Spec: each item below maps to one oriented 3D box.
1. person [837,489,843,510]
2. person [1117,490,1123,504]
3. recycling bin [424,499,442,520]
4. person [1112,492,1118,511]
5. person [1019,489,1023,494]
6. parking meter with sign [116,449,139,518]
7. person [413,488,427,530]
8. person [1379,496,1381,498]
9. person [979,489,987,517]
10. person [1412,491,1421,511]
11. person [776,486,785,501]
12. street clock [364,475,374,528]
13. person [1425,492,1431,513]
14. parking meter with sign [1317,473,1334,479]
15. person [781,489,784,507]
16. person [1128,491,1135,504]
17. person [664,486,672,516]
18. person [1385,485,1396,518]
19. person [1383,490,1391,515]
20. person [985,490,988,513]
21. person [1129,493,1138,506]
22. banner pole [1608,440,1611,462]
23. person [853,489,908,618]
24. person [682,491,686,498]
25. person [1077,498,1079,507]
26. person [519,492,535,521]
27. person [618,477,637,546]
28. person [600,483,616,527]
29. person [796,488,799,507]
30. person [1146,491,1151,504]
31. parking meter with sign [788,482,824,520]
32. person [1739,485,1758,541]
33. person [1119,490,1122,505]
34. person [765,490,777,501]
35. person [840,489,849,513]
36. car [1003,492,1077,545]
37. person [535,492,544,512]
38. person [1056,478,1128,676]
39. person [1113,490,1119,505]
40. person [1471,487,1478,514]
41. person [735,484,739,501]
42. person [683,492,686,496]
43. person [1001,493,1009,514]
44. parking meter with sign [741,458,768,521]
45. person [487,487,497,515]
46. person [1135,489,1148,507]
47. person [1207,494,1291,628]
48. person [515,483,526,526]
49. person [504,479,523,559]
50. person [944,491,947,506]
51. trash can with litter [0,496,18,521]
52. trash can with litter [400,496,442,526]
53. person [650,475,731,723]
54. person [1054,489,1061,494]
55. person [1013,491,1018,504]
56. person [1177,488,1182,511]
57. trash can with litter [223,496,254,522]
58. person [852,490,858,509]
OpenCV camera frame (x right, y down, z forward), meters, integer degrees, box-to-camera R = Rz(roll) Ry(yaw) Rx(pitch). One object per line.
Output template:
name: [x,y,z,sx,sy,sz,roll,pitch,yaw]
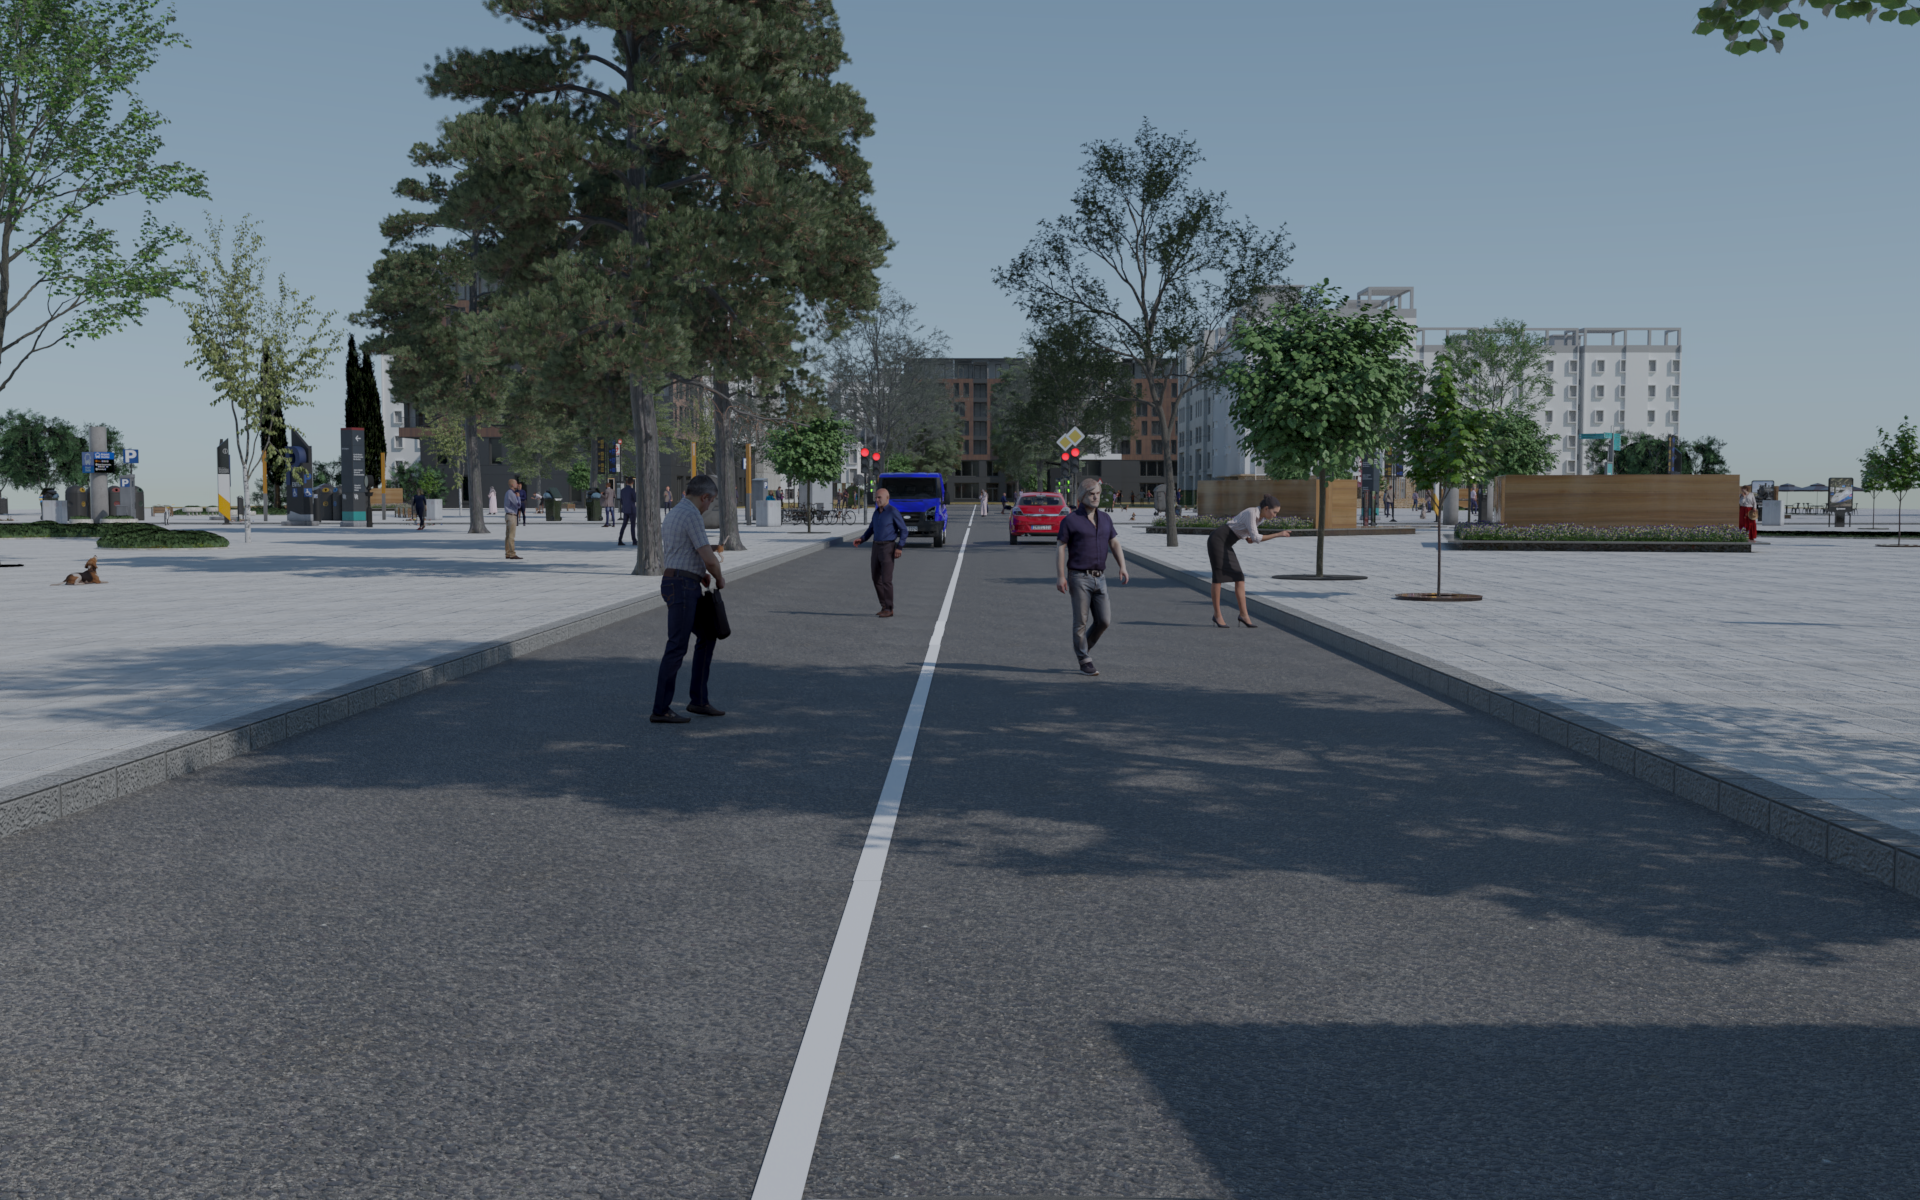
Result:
person: [-9.709,-8.138,139.928,0.431,1.722,0.655,2,4,25]
person: [21.019,-13.677,229.628,1.348,1.831,0.705,2,4,33]
recycling bin: [-25.826,-4.417,84.772,0.722,1.027,0.722,1,4,10]
person: [11.500,-7.361,129.634,0.697,1.427,0.421,2,4,25]
person: [7.165,-11.894,200.385,0.709,1.838,0.599,-2,4,-30]
parking meter with sign: [-32.038,-4.301,66.584,0.543,3.016,1.738,-1,4,-13]
person: [-19.310,-3.264,61.949,0.480,1.512,0.613,-1,4,-13]
person: [20.586,-4.736,85.741,0.482,1.546,0.388,-2,4,-23]
person: [1.443,-6.065,108.335,0.551,1.740,0.621,2,4,25]
person: [33.859,-7.380,128.663,0.435,1.587,0.963,-2,4,-35]
person: [-11.144,-6.167,107.328,0.568,1.767,0.683,-1,4,-11]
street clock: [-22.687,-3.788,66.497,0.358,2.002,0.471,-3,4,-38]
person: [32.029,-6.834,118.591,0.431,1.722,0.655,2,4,26]
parking meter with sign: [14.664,-4.482,69.538,0.543,3.016,1.738,-1,4,-8]
person: [-17.505,-9.958,169.534,0.721,1.739,1.217,1,4,23]
person: [21.963,-13.138,221.574,1.217,1.735,0.721,3,4,39]
person: [-17.034,-5.794,101.309,0.617,1.759,0.750,-2,4,-28]
person: [23.493,-5.386,94.631,0.617,1.759,0.750,0,4,8]
person: [25.687,-5.875,104.313,0.429,1.552,0.499,3,5,42]
person: [1.894,-7.433,130.849,0.431,1.722,0.655,2,4,26]
person: [18.319,-10.635,183.191,1.065,1.426,0.557,2,4,34]
banner pole: [30.232,-5.549,80.745,0.401,3.779,0.863,1,4,13]
person: [-0.965,-0.552,20.214,0.600,1.496,0.574,-2,4,-24]
person: [-24.641,-8.975,154.839,0.516,1.574,0.319,-2,4,-24]
person: [9.427,-8.040,139.964,0.387,1.526,0.523,0,4,-7]
person: [-20.470,-4.376,80.779,0.799,1.438,0.628,2,4,29]
person: [-8.227,-2.212,43.135,0.530,1.710,0.541,-3,5,-44]
person: [-13.590,-3.668,66.833,0.431,1.722,0.655,3,4,37]
person: [-19.040,-12.163,204.920,0.705,1.823,1.348,-2,4,-27]
person: [24.958,-13.555,228.388,0.721,1.743,1.217,-3,5,-41]
parking meter with sign: [-7.515,-5.393,84.429,1.738,3.016,0.543,0,4,-5]
person: [21.076,-2.315,46.366,0.523,1.526,0.387,2,4,24]
person: [18.207,-11.650,197.341,0.721,1.723,1.217,0,4,5]
person: [-8.456,-4.086,77.015,0.593,1.614,0.444,2,4,24]
person: [-7.858,-6.747,117.826,0.593,1.643,0.415,-2,4,-23]
car: [2.331,-2.523,50.299,2.155,1.783,4.494,0,4,2]
person: [-28.872,-6.690,118.613,0.628,1.438,0.799,2,4,31]
person: [1.062,-0.188,13.786,0.569,1.553,0.471,1,4,9]
person: [18.630,-12.460,209.779,1.348,1.821,0.705,2,4,29]
person: [32.398,-6.248,109.140,0.436,1.711,0.756,0,4,-8]
person: [-11.455,-4.966,87.690,0.683,1.767,0.568,2,4,24]
person: [-16.688,-6.038,106.230,0.593,1.643,0.415,-2,4,-26]
person: [3.163,-6.784,122.111,0.600,1.496,0.574,0,4,0]
parking meter with sign: [-9.647,-5.337,83.519,1.738,3.016,0.543,2,4,26]
person: [-29.167,-6.193,107.972,0.621,1.740,0.551,0,4,-2]
person: [18.645,-10.489,177.535,1.348,1.824,0.705,1,4,20]
person: [3.055,-0.417,18.504,0.799,1.438,0.628,0,4,-8]
person: [-17.597,-3.814,69.114,0.576,1.737,0.504,0,4,-6]
person: [-8.804,-1.590,34.109,0.319,1.574,0.516,-2,4,-24]
person: [-1.055,-5.953,107.298,0.517,1.644,0.566,-2,4,-24]
trash can with litter: [-45.961,-4.355,82.255,2.233,1.210,1.678,-2,4,-32]
trash can with litter: [-22.044,-3.655,70.817,1.678,1.210,2.233,-1,4,-18]
person: [-1.723,-0.019,11.019,0.590,1.554,0.614,-2,4,-27]
person: [5.895,-5.964,104.224,0.551,1.740,0.621,1,4,9]
person: [7.060,-13.036,220.099,0.541,1.710,0.530,2,4,32]
person: [16.961,-7.778,133.919,0.504,1.737,0.576,0,4,0]
trash can with litter: [-33.610,-4.233,80.262,1.678,1.210,2.233,0,4,1]
person: [-8.801,-8.410,145.411,0.662,1.594,0.647,0,4,7]
